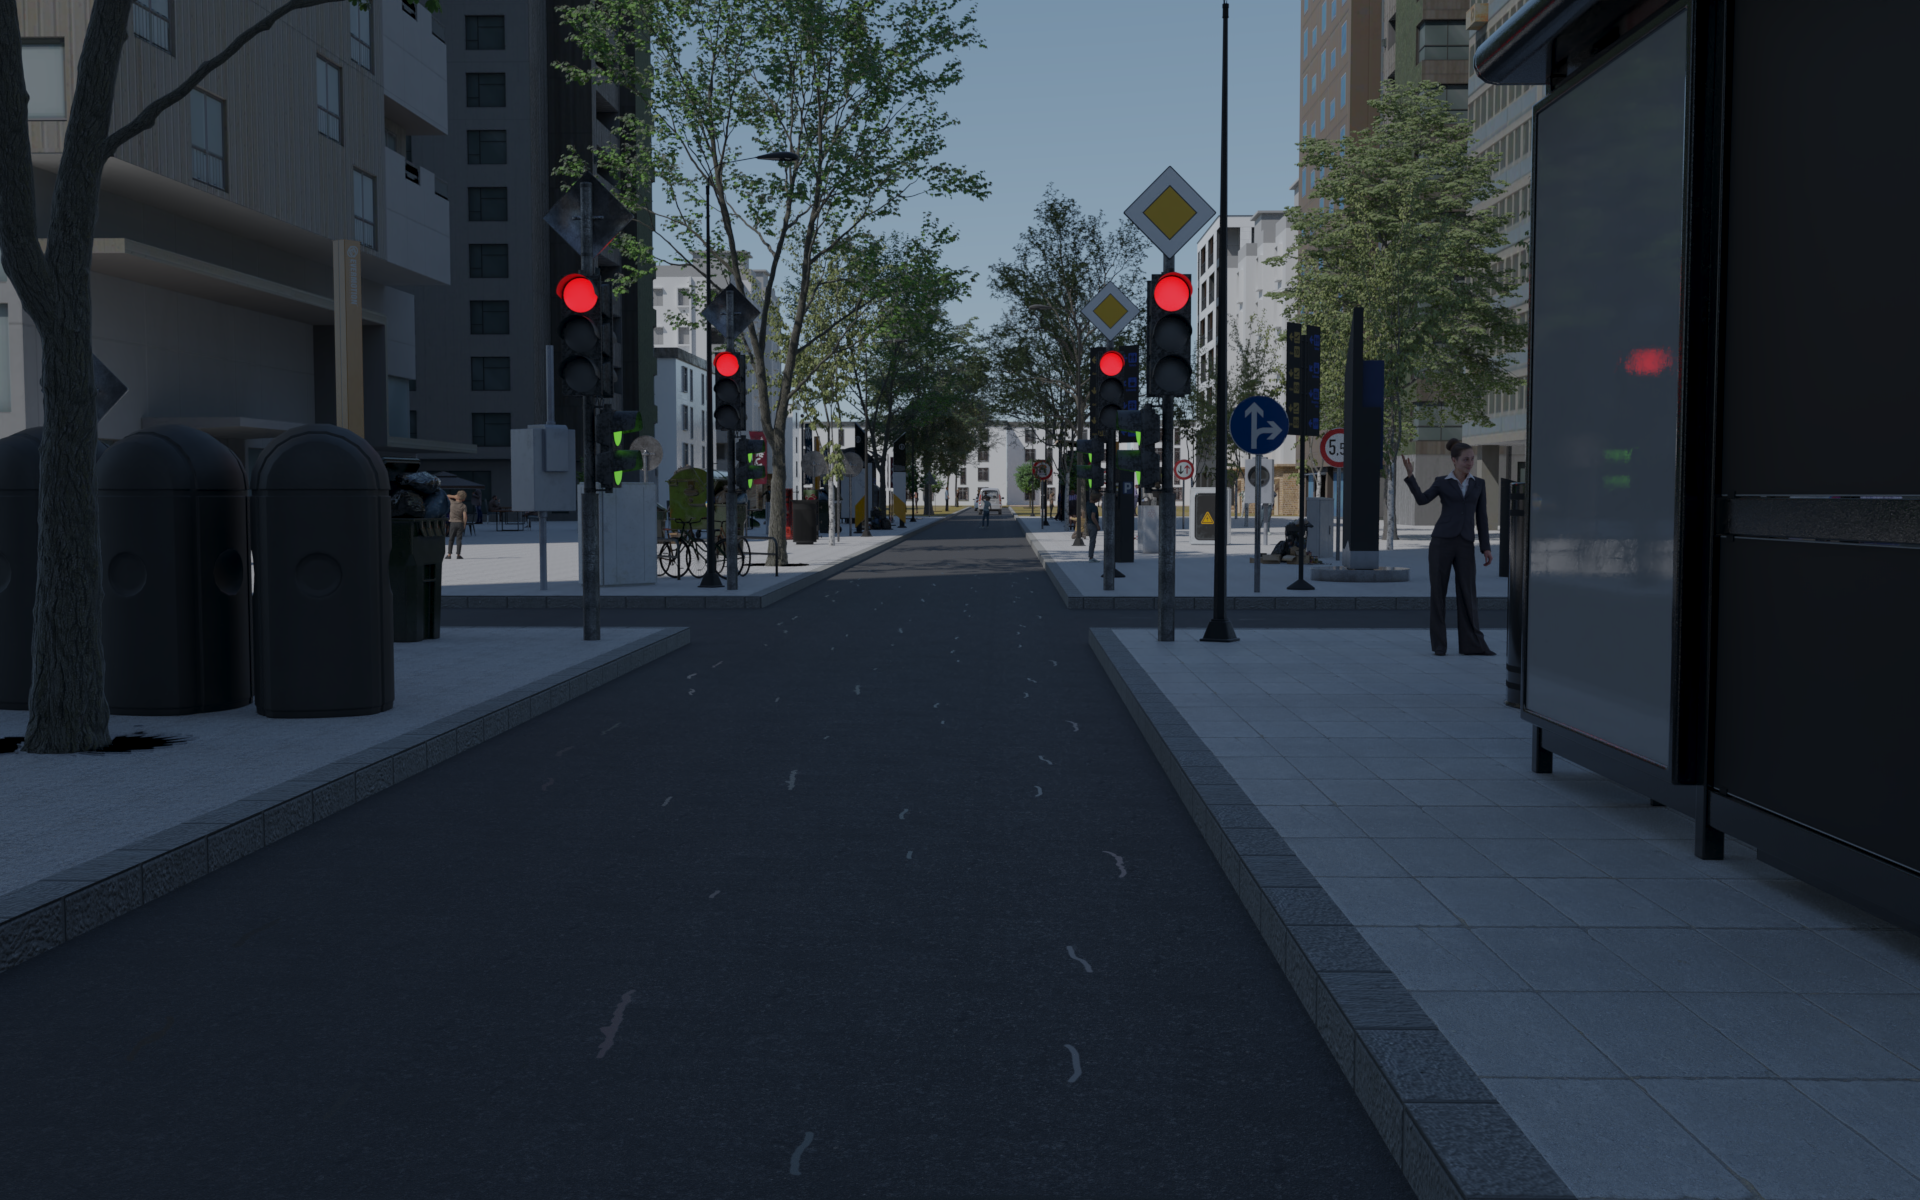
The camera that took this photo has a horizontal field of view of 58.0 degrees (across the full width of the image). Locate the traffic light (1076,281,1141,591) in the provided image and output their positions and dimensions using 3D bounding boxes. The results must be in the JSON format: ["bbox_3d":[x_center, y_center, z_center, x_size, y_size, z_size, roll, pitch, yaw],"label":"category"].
[{"bbox_3d":[1.967,-2.084,22.990,0.839,4.253,0.868,0,4,1],"label":"traffic light"}]

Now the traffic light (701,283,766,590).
[{"bbox_3d":[-3.033,-2.090,23.089,0.839,4.253,0.868,0,4,1],"label":"traffic light"}]

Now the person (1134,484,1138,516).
[{"bbox_3d":[10.257,-5.748,99.886,0.599,1.838,0.709,0,4,7],"label":"person"}]

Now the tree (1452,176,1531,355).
[{"bbox_3d":[12.629,-5.087,33.531,4.737,8.622,4.395,0,3,0],"label":"tree"}]

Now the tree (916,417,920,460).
[{"bbox_3d":[-0.424,-16.058,172.916,12.009,13.543,11.850,0,3,0],"label":"tree"}]

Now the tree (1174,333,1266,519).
[{"bbox_3d":[10.704,-7.828,78.357,4.360,8.622,3.978,0,3,0],"label":"tree"}]

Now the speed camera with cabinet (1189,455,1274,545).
[{"bbox_3d":[6.796,-2.995,43.309,2.038,3.252,0.660,1,4,16],"label":"speed camera with cabinet"}]

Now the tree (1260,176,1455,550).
[{"bbox_3d":[9.655,-5.459,39.619,4.737,8.622,4.395,0,3,0],"label":"tree"}]

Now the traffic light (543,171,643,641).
[{"bbox_3d":[-3.218,-1.602,15.106,0.839,4.253,0.868,0,4,1],"label":"traffic light"}]

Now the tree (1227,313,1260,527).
[{"bbox_3d":[12.346,-6.635,58.850,4.737,8.622,4.395,0,3,0],"label":"tree"}]

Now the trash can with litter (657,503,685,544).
[{"bbox_3d":[-7.581,-2.031,44.590,1.055,1.170,0.624,0,4,-1],"label":"trash can with litter"}]

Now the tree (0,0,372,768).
[{"bbox_3d":[-4.417,-5.044,8.230,9.928,11.665,9.643,0,3,0],"label":"tree"}]

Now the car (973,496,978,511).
[{"bbox_3d":[2.071,-8.232,146.591,2.014,1.417,4.499,0,3,0],"label":"car"}]

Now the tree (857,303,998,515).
[{"bbox_3d":[-1.945,-12.242,106.814,9.857,13.997,8.962,0,3,0],"label":"tree"}]

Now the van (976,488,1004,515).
[{"bbox_3d":[2.109,-6.996,121.400,2.013,2.044,4.112,0,4,1],"label":"van"}]

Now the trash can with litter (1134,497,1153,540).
[{"bbox_3d":[5.264,-2.288,48.458,1.678,1.210,2.233,-1,4,-17],"label":"trash can with litter"}]

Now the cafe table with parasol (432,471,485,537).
[{"bbox_3d":[-15.523,-2.887,52.067,2.610,1.966,2.610,1,4,21],"label":"cafe table with parasol"}]

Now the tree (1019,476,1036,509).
[{"bbox_3d":[6.190,-9.676,152.811,1.663,3.219,1.824,0,3,0],"label":"tree"}]

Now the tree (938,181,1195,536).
[{"bbox_3d":[3.442,-7.215,52.384,7.601,10.594,8.767,0,4,-4],"label":"tree"}]

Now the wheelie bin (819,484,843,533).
[{"bbox_3d":[-4.319,-2.998,56.920,0.693,1.594,0.980,2,4,32],"label":"wheelie bin"}]

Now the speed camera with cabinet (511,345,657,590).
[{"bbox_3d":[-5.144,-1.801,23.783,0.660,3.252,2.038,3,5,42],"label":"speed camera with cabinet"}]

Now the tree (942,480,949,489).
[{"bbox_3d":[-1.876,-8.009,125.555,1.663,3.219,1.824,0,3,0],"label":"tree"}]

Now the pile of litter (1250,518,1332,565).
[{"bbox_3d":[6.073,-1.100,31.951,1.176,0.858,1.719,-1,4,-23],"label":"pile of litter"}]

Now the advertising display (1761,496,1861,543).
[{"bbox_3d":[5.130,-0.336,10.703,0.123,1.923,0.974,-1,4,-17],"label":"advertising display"}]

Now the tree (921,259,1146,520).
[{"bbox_3d":[5.187,-10.829,87.422,12.009,13.543,11.850,0,3,0],"label":"tree"}]

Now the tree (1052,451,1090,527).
[{"bbox_3d":[4.626,-4.452,67.396,1.663,3.219,1.824,0,3,0],"label":"tree"}]

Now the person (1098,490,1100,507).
[{"bbox_3d":[13.669,-9.938,169.355,0.721,1.723,1.217,1,4,8],"label":"person"}]

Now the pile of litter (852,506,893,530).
[{"bbox_3d":[-3.156,-2.941,62.043,1.719,0.858,1.176,-1,4,-15],"label":"pile of litter"}]

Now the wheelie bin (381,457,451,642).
[{"bbox_3d":[-4.896,-0.448,15.227,0.693,1.594,0.980,1,4,12],"label":"wheelie bin"}]

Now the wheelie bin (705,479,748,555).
[{"bbox_3d":[-4.865,-1.741,36.369,0.693,1.594,0.980,3,4,37],"label":"wheelie bin"}]

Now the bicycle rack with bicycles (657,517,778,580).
[{"bbox_3d":[-4.090,-0.822,26.820,2.852,0.926,2.925,-3,5,-39],"label":"bicycle rack with bicycles"}]

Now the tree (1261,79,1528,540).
[{"bbox_3d":[12.092,-7.916,47.555,7.486,12.596,7.792,0,3,0],"label":"tree"}]

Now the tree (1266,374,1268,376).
[{"bbox_3d":[13.932,-8.459,88.665,4.360,8.622,3.978,0,3,0],"label":"tree"}]

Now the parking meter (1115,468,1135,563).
[{"bbox_3d":[3.049,-1.634,32.425,0.399,1.863,0.255,-2,4,-31],"label":"parking meter"}]

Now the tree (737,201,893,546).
[{"bbox_3d":[-3.386,-5.645,42.653,4.737,8.622,4.395,0,3,0],"label":"tree"}]

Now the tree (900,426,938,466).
[{"bbox_3d":[-1.055,-12.093,132.128,8.767,10.594,7.601,0,4,4],"label":"tree"}]

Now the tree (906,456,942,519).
[{"bbox_3d":[-2.266,-5.725,88.203,1.663,3.219,1.824,0,3,0],"label":"tree"}]

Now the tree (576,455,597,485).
[{"bbox_3d":[-15.829,-4.930,75.203,1.663,3.219,1.824,0,3,0],"label":"tree"}]

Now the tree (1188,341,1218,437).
[{"bbox_3d":[11.115,-7.217,68.357,4.737,8.622,4.395,0,3,0],"label":"tree"}]

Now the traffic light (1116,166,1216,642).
[{"bbox_3d":[1.782,-1.595,15.007,0.839,4.253,0.868,0,4,1],"label":"traffic light"}]

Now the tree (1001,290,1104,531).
[{"bbox_3d":[3.625,-6.733,60.441,4.360,8.622,3.978,0,3,0],"label":"tree"}]

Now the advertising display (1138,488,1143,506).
[{"bbox_3d":[7.128,-3.829,67.819,0.123,1.923,0.974,1,4,17],"label":"advertising display"}]

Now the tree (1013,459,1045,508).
[{"bbox_3d":[6.900,-11.384,169.843,4.285,4.588,4.351,0,3,0],"label":"tree"}]

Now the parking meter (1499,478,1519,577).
[{"bbox_3d":[8.544,-1.124,26.794,0.372,1.533,0.369,0,3,0],"label":"parking meter"}]
